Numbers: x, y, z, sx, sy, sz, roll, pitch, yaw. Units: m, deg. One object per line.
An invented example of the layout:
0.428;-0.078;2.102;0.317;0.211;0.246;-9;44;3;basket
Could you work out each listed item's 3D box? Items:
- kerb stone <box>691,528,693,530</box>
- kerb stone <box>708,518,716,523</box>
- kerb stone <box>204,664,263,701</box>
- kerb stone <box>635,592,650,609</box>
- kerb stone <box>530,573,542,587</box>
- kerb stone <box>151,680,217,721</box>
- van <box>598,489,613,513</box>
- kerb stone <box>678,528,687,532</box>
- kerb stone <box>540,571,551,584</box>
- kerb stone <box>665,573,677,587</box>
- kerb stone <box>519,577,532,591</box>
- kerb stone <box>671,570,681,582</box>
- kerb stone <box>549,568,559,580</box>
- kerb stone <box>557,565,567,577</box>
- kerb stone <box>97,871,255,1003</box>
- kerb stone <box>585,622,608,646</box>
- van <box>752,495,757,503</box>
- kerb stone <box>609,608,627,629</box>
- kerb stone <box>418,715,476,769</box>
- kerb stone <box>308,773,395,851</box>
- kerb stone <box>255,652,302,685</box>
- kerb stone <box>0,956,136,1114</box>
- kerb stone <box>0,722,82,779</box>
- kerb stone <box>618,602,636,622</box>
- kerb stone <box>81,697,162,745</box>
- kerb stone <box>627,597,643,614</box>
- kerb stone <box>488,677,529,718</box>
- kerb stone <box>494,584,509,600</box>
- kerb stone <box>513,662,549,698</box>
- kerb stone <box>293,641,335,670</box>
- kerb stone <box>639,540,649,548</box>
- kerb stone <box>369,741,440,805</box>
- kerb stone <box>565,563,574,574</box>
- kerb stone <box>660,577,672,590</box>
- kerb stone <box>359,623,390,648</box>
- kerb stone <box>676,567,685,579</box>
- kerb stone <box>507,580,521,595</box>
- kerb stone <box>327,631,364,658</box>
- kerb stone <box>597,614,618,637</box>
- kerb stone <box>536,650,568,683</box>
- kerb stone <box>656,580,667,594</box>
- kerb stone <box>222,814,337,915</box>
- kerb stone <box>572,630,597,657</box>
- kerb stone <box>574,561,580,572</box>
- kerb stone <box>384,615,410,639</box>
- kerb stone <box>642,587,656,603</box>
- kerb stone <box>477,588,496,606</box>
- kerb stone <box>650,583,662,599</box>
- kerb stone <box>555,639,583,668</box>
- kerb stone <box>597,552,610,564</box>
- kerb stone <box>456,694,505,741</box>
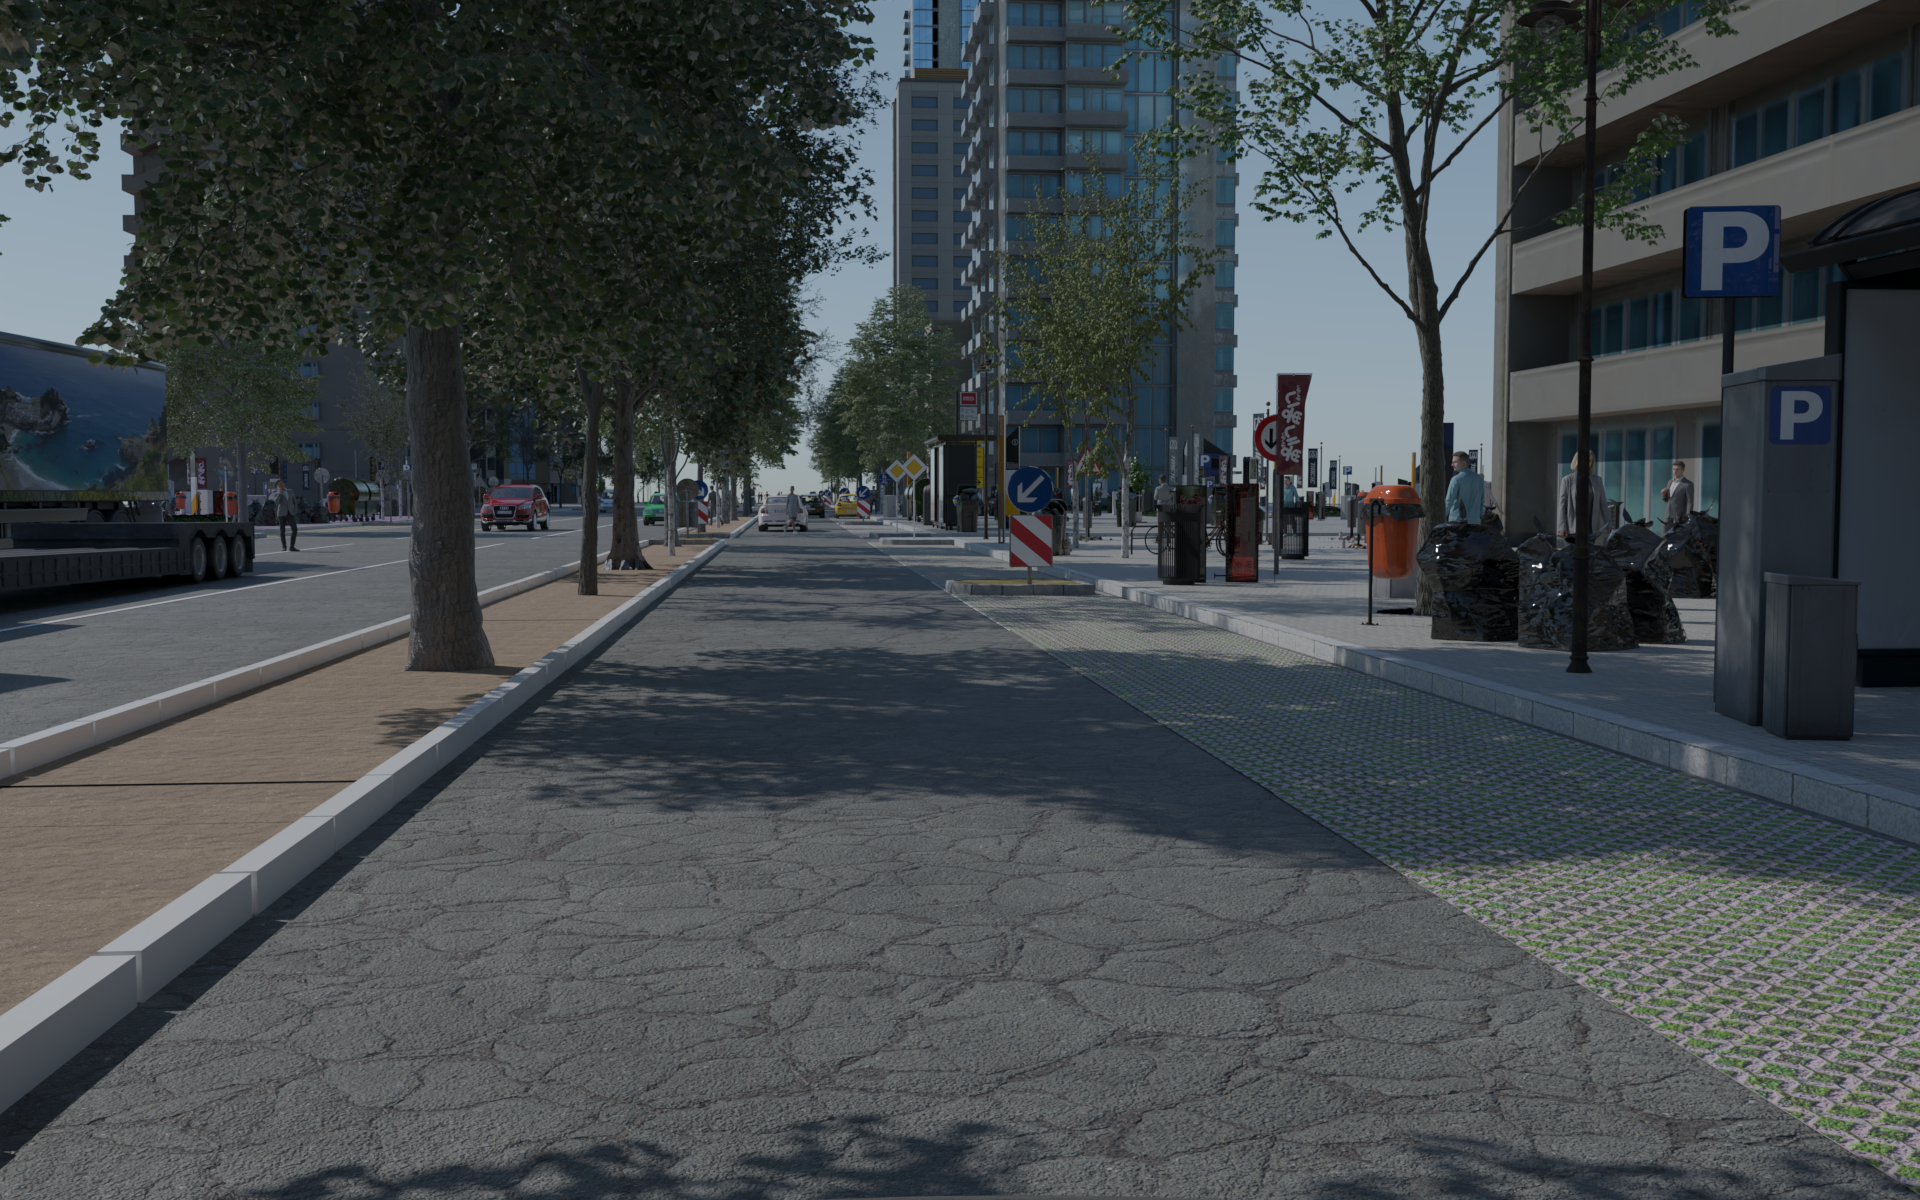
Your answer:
-10.675;-2.800;67.980;0.120;0.150;1.000;0;4;-6;kerb stone
-12.791;-4.104;89.395;0.120;0.150;1.000;0;4;-6;kerb stone
-5.205;0.602;12.348;0.120;0.150;1.000;0;4;-6;kerb stone
-4.012;0.031;21.689;0.120;0.150;1.000;0;4;-6;kerb stone
-6.606;-0.272;26.646;0.120;0.150;1.000;0;4;-6;kerb stone
-5.102;0.666;11.318;0.120;0.150;1.000;0;4;-6;kerb stone
-26.896;-7.757;133.839;2.013;2.044;4.112;0;4;-6;van
-10.380;-2.613;64.912;0.120;0.150;1.000;0;4;-6;kerb stone
-6.710;-0.334;27.663;0.120;0.150;1.000;0;4;-6;kerb stone
-4.510;-0.281;26.792;0.120;0.150;1.000;0;4;-6;kerb stone
-6.509;-0.206;25.621;0.120;0.150;1.000;0;4;-6;kerb stone
-4.615;-0.340;27.815;0.120;0.150;1.000;0;4;-6;kerb stone
-6.815;-0.394;28.680;0.120;0.150;1.000;0;4;-6;kerb stone
-6.908;-0.459;29.698;0.120;0.150;1.000;0;4;-6;kerb stone
-2.408;1.030;5.361;0.120;0.150;1.000;0;4;-6;kerb stone
-3.509;0.344;16.589;0.120;0.150;1.000;0;4;-6;kerb stone
-34.589;-17.087;286.386;2.013;2.044;4.112;0;4;-5;van
-3.715;0.218;18.636;0.120;0.150;1.000;0;4;-6;kerb stone
-2.806;0.782;9.439;0.120;0.150;1.000;0;4;-6;kerb stone
-2.603;0.905;7.405;0.120;0.150;1.000;0;4;-6;kerb stone
-5.302;0.541;13.371;0.120;0.150;1.000;0;4;-6;kerb stone
-2.310;1.097;4.335;0.120;0.150;1.000;0;4;-6;kerb stone
-4.901;0.790;9.274;0.120;0.150;1.000;0;4;-6;kerb stone
-3.812;0.155;19.654;0.120;0.150;1.000;0;4;-6;kerb stone
-5.003;0.728;10.297;0.120;0.150;1.000;0;4;-6;kerb stone
-3.919;0.098;20.671;0.120;0.150;1.000;0;4;-6;kerb stone
-3.012;0.656;11.488;0.120;0.150;1.000;0;4;-6;kerb stone
-6.320;-0.085;23.581;0.120;0.150;1.000;0;4;-6;kerb stone
-3.117;0.594;12.505;0.120;0.150;1.000;0;4;-6;kerb stone
-5.404;0.478;14.388;0.120;0.150;1.000;0;4;-6;kerb stone
-8.722;-1.576;48.058;0.120;0.150;1.000;0;4;-6;kerb stone
-2.707;0.842;8.422;0.120;0.150;1.000;0;4;-6;kerb stone
-7.018;-0.521;30.721;0.120;0.150;1.000;0;4;-6;kerb stone
-4.422;-0.213;25.764;0.120;0.150;1.000;0;4;-6;kerb stone
-5.605;0.353;16.426;0.120;0.150;1.000;0;4;-6;kerb stone
-4.712;-0.406;28.833;0.120;0.150;1.000;0;4;-6;kerb stone
-6.415;-0.146;24.601;0.120;0.150;1.000;0;4;-6;kerb stone
-5.509;0.416;15.406;0.120;0.150;1.000;0;4;-6;kerb stone
-3.613;0.280;17.611;0.120;0.150;1.000;0;4;-6;kerb stone
-3.212;0.530;13.530;0.120;0.150;1.000;0;4;-6;kerb stone
-4.316;-0.156;24.746;0.120;0.150;1.000;0;4;-6;kerb stone
-2.501;0.967;6.388;0.120;0.150;1.000;0;4;-6;kerb stone
-3.405;0.406;15.568;0.120;0.150;1.000;0;4;-6;kerb stone
-7.115;-0.584;31.738;0.120;0.150;1.000;0;4;-6;kerb stone
-5.701;0.291;17.445;0.120;0.150;1.000;0;4;-6;kerb stone
-4.120;-0.031;22.705;0.120;0.150;1.000;0;4;-6;kerb stone
-6.219;-0.021;22.559;0.120;0.150;1.000;0;4;-6;kerb stone
-4.217;-0.094;23.725;0.120;0.150;1.000;0;4;-6;kerb stone
-3.309;0.468;14.551;0.120;0.150;1.000;0;4;-6;kerb stone
-7.614;-0.895;36.825;0.120;0.150;1.000;0;4;-6;kerb stone
-2.911;0.717;10.471;0.120;0.150;1.000;0;4;-6;kerb stone
